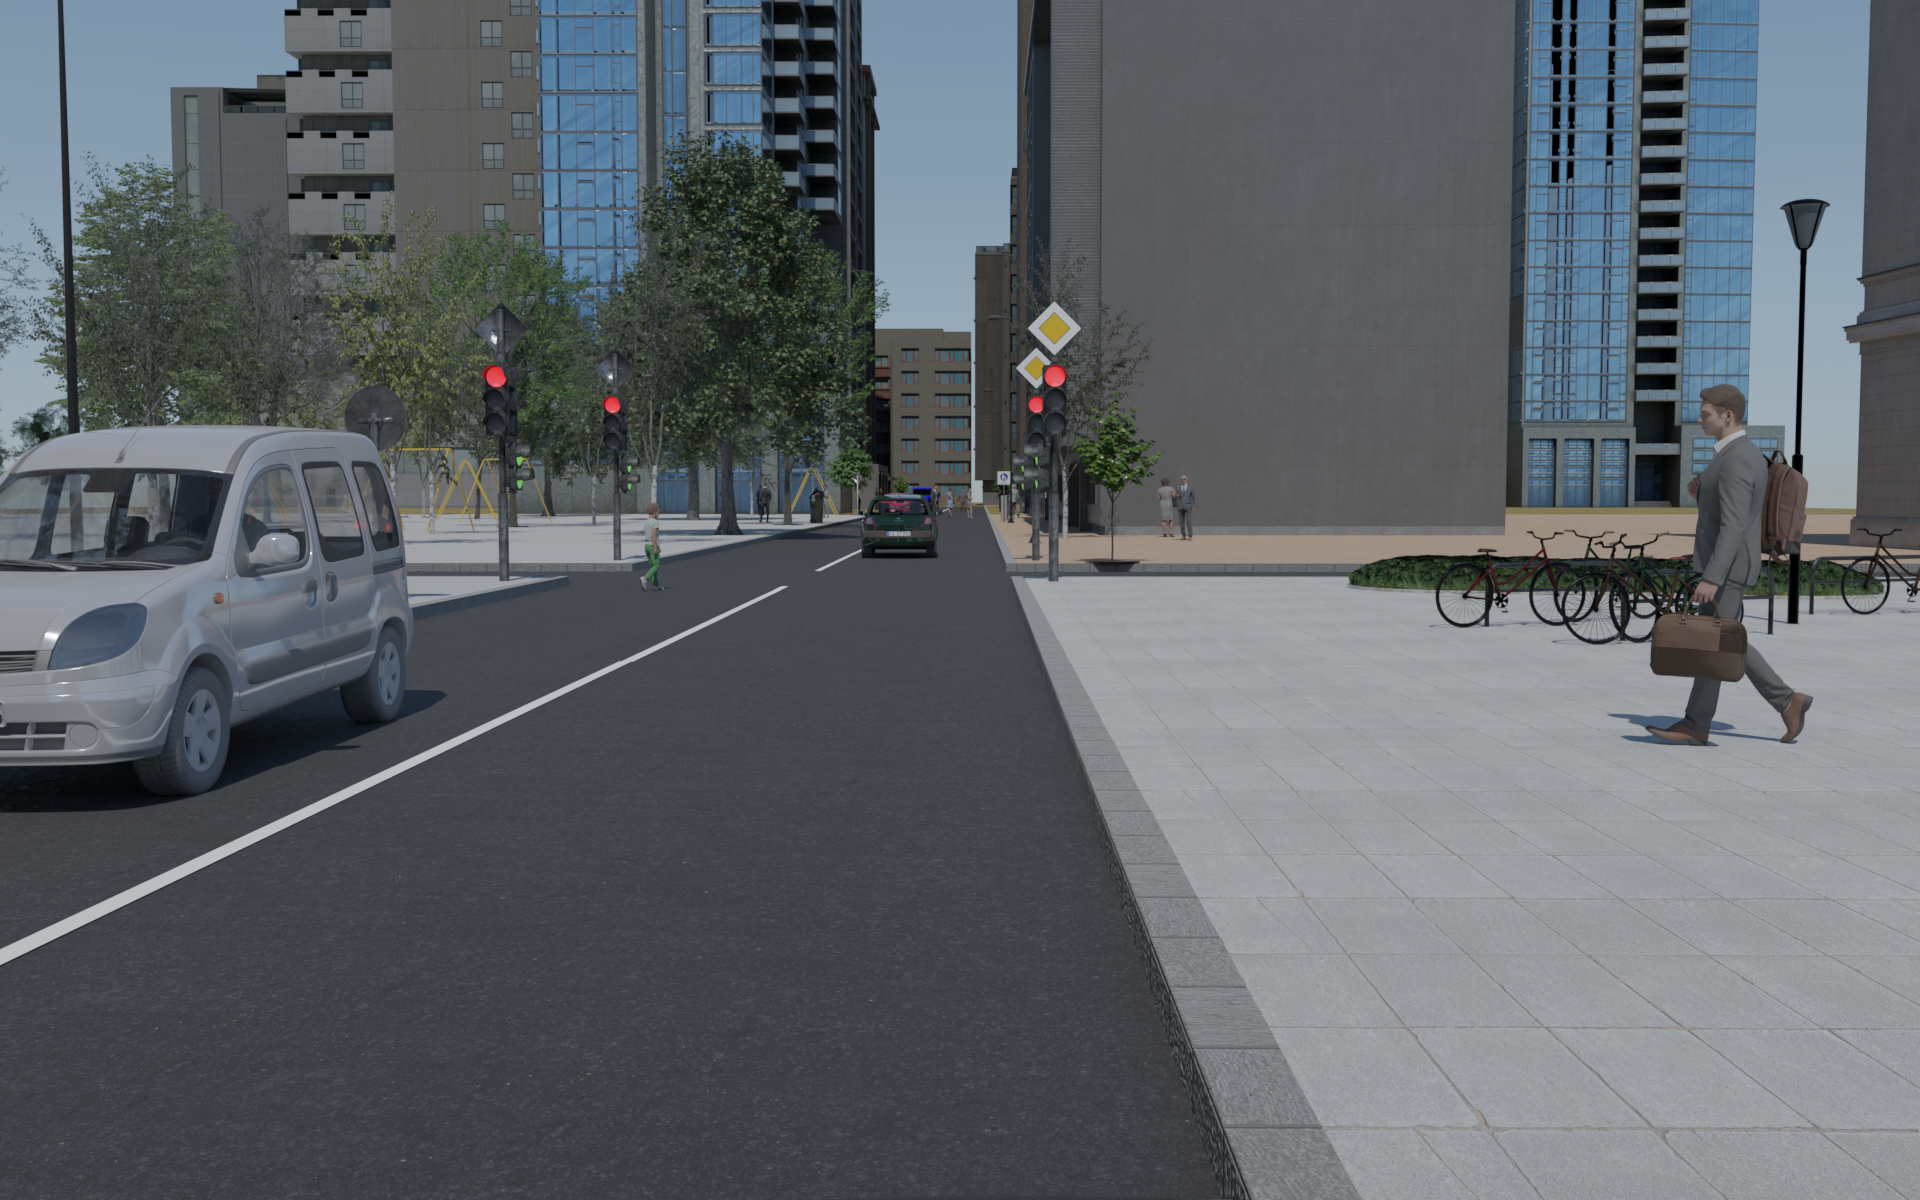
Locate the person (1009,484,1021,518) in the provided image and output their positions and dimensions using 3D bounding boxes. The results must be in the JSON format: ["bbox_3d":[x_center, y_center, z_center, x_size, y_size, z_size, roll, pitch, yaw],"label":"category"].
[{"bbox_3d":[2.997,-5.322,93.239,0.661,1.801,0.590,-1,4,-10],"label":"person"}]

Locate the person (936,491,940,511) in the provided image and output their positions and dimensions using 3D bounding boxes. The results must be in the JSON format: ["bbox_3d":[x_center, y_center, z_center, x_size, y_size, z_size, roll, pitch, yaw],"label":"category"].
[{"bbox_3d":[-1.958,-8.324,145.514,0.541,1.710,0.530,-1,4,-16],"label":"person"}]

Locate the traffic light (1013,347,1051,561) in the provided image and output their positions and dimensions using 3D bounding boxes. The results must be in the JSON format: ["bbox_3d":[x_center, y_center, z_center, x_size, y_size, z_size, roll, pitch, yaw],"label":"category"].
[{"bbox_3d":[1.446,-2.717,33.337,0.839,4.253,0.868,0,4,1],"label":"traffic light"}]

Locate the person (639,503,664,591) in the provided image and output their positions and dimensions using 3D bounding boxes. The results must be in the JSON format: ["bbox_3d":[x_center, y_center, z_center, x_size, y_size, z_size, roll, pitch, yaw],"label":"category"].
[{"bbox_3d":[-4.574,-0.788,25.637,0.306,1.304,0.590,2,4,28],"label":"person"}]

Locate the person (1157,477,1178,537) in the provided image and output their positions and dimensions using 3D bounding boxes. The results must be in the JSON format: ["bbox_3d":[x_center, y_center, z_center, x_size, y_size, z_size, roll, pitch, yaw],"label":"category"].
[{"bbox_3d":[6.235,-2.754,51.421,0.716,1.782,0.532,1,4,20],"label":"person"}]

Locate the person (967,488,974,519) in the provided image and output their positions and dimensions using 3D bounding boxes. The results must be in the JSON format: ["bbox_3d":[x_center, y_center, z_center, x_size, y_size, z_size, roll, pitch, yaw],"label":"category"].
[{"bbox_3d":[0.593,-5.581,100.093,0.374,1.781,0.599,-1,4,-13],"label":"person"}]

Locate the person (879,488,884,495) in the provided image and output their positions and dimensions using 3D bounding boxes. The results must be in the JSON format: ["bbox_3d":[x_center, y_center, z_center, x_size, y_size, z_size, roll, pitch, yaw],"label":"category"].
[{"bbox_3d":[-6.118,-7.719,133.073,0.721,1.723,1.217,-2,4,-30],"label":"person"}]

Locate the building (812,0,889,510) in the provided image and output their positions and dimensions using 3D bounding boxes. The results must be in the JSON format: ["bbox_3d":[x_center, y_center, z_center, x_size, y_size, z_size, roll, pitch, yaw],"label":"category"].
[{"bbox_3d":[-16.758,-43.526,149.904,20.563,71.187,20.611,0,4,1],"label":"building"}]

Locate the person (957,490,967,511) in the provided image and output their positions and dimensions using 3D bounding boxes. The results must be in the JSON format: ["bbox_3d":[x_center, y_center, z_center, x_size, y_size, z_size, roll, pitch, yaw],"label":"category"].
[{"bbox_3d":[0.226,-8.256,144.040,0.990,1.755,0.434,0,4,4],"label":"person"}]

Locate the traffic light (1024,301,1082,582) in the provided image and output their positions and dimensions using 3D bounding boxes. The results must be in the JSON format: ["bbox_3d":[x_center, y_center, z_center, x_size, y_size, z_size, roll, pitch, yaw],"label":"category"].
[{"bbox_3d":[1.358,-2.228,25.352,0.839,4.253,0.868,0,4,1],"label":"traffic light"}]

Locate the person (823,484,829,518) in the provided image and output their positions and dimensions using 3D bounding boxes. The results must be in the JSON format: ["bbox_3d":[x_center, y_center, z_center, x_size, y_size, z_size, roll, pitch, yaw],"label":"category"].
[{"bbox_3d":[-7.322,-5.337,93.489,0.511,1.800,0.466,1,4,18],"label":"person"}]

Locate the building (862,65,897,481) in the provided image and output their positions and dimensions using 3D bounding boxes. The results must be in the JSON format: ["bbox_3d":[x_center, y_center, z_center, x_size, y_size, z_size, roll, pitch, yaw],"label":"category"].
[{"bbox_3d":[-21.113,-31.673,172.473,28.867,44.769,22.147,0,4,1],"label":"building"}]

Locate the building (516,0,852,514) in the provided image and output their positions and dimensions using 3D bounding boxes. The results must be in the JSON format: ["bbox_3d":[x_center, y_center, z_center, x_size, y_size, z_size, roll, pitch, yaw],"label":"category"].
[{"bbox_3d":[-18.618,-49.591,123.477,22.319,86.520,31.000,0,4,1],"label":"building"}]

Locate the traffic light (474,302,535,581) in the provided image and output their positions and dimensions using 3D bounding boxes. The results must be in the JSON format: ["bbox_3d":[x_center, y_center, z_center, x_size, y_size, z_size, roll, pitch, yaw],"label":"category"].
[{"bbox_3d":[-6.703,-2.233,25.425,0.839,4.253,0.868,0,4,1],"label":"traffic light"}]

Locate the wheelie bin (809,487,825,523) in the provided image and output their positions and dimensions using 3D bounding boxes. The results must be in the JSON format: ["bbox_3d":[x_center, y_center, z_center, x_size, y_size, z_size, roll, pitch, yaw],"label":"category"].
[{"bbox_3d":[-6.278,-4.165,76.004,0.693,1.594,0.980,0,4,-2],"label":"wheelie bin"}]

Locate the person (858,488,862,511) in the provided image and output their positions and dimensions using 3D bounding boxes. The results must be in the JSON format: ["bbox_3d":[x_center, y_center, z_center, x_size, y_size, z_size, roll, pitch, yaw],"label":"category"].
[{"bbox_3d":[-6.878,-6.903,118.918,0.705,1.823,1.348,0,4,-6],"label":"person"}]

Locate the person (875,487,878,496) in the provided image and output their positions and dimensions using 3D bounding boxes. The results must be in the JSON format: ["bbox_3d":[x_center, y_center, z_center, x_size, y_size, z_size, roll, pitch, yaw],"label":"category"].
[{"bbox_3d":[-6.635,-8.112,138.704,0.705,1.821,1.348,0,4,4],"label":"person"}]

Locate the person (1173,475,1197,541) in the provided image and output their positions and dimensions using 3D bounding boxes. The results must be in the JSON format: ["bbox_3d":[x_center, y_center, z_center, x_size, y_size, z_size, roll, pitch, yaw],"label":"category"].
[{"bbox_3d":[6.206,-2.551,47.931,0.661,1.801,0.590,1,4,21],"label":"person"}]

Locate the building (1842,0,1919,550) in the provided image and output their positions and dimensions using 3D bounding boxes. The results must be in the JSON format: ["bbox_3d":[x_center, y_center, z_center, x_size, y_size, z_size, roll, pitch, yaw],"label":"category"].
[{"bbox_3d":[23.364,-11.435,37.867,40.483,20.767,10.553,0,4,1],"label":"building"}]

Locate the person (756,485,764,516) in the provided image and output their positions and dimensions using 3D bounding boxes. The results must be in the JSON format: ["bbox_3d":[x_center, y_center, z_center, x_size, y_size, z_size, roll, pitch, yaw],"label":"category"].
[{"bbox_3d":[-10.507,-5.212,91.685,0.534,1.772,0.576,3,5,43],"label":"person"}]

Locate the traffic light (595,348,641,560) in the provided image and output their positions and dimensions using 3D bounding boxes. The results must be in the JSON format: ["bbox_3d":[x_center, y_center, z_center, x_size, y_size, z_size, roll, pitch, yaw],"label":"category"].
[{"bbox_3d":[-6.615,-2.721,33.410,0.839,4.253,0.868,0,4,1],"label":"traffic light"}]

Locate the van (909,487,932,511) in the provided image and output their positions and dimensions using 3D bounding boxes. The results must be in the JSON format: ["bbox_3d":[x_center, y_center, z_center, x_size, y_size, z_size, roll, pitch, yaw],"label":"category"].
[{"bbox_3d":[-3.255,-8.898,149.863,2.240,2.365,5.245,0,4,-1],"label":"van"}]

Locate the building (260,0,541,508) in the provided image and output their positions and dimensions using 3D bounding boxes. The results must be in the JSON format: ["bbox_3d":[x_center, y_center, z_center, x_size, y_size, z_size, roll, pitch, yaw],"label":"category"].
[{"bbox_3d":[-49.601,-35.474,169.236,27.495,52.752,28.713,0,4,1],"label":"building"}]

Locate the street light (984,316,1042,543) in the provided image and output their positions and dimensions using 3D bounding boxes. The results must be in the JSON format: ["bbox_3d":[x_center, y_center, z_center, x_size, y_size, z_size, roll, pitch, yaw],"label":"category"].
[{"bbox_3d":[1.419,-4.445,45.214,1.470,5.913,1.316,0,4,1],"label":"street light"}]

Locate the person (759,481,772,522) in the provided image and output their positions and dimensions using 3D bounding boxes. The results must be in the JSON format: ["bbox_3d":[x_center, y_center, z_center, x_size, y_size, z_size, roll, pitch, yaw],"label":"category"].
[{"bbox_3d":[-8.868,-4.440,78.418,0.659,1.850,0.755,-2,4,-26],"label":"person"}]

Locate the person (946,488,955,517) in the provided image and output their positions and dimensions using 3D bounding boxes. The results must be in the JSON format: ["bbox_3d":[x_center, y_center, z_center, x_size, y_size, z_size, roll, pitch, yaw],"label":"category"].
[{"bbox_3d":[-0.564,-6.026,107.120,0.616,1.811,0.778,-1,4,-15],"label":"person"}]

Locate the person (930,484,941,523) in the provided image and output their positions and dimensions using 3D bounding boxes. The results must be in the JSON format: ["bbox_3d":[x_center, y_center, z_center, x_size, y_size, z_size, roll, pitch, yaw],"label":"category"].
[{"bbox_3d":[-1.189,-4.702,84.740,0.474,1.900,0.648,0,4,6],"label":"person"}]

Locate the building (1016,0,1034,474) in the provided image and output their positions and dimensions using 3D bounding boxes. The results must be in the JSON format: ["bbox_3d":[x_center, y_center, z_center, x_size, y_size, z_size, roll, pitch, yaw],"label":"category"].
[{"bbox_3d":[11.687,-30.038,141.237,14.600,45.320,14.200,0,4,1],"label":"building"}]

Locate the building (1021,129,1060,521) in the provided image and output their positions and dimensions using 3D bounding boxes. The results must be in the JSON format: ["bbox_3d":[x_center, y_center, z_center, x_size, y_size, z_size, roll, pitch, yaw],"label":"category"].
[{"bbox_3d":[9.885,-18.222,95.192,12.463,27.353,25.104,0,4,1],"label":"building"}]

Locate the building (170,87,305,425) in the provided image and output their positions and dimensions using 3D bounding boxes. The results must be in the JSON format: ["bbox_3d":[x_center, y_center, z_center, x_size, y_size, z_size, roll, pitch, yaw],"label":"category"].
[{"bbox_3d":[-70.390,-30.208,177.487,14.086,41.232,14.154,0,4,1],"label":"building"}]

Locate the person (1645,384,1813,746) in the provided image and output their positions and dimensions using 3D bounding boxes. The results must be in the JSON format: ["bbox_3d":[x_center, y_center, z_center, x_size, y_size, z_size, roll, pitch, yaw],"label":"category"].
[{"bbox_3d":[3.919,-0.168,8.762,0.822,1.834,0.622,1,4,15],"label":"person"}]

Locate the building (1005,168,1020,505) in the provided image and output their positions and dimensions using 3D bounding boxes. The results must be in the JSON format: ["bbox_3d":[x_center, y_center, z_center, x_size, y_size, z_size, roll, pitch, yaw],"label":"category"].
[{"bbox_3d":[11.464,-23.494,155.821,14.160,30.474,14.107,0,4,1],"label":"building"}]

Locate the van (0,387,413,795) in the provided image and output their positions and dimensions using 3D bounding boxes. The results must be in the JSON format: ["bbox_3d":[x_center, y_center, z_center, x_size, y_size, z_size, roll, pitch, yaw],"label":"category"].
[{"bbox_3d":[-4.414,-0.155,9.554,2.013,2.044,4.112,0,4,1],"label":"van"}]

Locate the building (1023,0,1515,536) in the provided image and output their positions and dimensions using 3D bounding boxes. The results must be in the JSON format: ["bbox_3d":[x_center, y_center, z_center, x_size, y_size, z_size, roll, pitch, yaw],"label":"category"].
[{"bbox_3d":[9.989,-15.209,67.741,14.314,24.678,30.058,0,4,1],"label":"building"}]

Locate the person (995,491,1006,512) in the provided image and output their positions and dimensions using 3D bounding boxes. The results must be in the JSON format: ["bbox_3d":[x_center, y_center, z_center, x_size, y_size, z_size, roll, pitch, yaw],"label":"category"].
[{"bbox_3d":[2.991,-7.336,126.128,0.705,1.807,1.348,3,4,36],"label":"person"}]

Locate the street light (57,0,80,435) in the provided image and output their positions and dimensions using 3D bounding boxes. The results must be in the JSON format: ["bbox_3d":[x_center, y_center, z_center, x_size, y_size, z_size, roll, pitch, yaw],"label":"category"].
[{"bbox_3d":[-6.664,-2.535,13.996,1.470,5.913,1.316,0,4,1],"label":"street light"}]

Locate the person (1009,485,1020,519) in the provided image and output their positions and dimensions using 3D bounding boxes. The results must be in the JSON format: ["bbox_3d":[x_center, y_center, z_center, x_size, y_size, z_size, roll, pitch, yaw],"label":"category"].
[{"bbox_3d":[2.812,-5.046,89.036,0.515,1.767,0.782,3,4,38],"label":"person"}]
